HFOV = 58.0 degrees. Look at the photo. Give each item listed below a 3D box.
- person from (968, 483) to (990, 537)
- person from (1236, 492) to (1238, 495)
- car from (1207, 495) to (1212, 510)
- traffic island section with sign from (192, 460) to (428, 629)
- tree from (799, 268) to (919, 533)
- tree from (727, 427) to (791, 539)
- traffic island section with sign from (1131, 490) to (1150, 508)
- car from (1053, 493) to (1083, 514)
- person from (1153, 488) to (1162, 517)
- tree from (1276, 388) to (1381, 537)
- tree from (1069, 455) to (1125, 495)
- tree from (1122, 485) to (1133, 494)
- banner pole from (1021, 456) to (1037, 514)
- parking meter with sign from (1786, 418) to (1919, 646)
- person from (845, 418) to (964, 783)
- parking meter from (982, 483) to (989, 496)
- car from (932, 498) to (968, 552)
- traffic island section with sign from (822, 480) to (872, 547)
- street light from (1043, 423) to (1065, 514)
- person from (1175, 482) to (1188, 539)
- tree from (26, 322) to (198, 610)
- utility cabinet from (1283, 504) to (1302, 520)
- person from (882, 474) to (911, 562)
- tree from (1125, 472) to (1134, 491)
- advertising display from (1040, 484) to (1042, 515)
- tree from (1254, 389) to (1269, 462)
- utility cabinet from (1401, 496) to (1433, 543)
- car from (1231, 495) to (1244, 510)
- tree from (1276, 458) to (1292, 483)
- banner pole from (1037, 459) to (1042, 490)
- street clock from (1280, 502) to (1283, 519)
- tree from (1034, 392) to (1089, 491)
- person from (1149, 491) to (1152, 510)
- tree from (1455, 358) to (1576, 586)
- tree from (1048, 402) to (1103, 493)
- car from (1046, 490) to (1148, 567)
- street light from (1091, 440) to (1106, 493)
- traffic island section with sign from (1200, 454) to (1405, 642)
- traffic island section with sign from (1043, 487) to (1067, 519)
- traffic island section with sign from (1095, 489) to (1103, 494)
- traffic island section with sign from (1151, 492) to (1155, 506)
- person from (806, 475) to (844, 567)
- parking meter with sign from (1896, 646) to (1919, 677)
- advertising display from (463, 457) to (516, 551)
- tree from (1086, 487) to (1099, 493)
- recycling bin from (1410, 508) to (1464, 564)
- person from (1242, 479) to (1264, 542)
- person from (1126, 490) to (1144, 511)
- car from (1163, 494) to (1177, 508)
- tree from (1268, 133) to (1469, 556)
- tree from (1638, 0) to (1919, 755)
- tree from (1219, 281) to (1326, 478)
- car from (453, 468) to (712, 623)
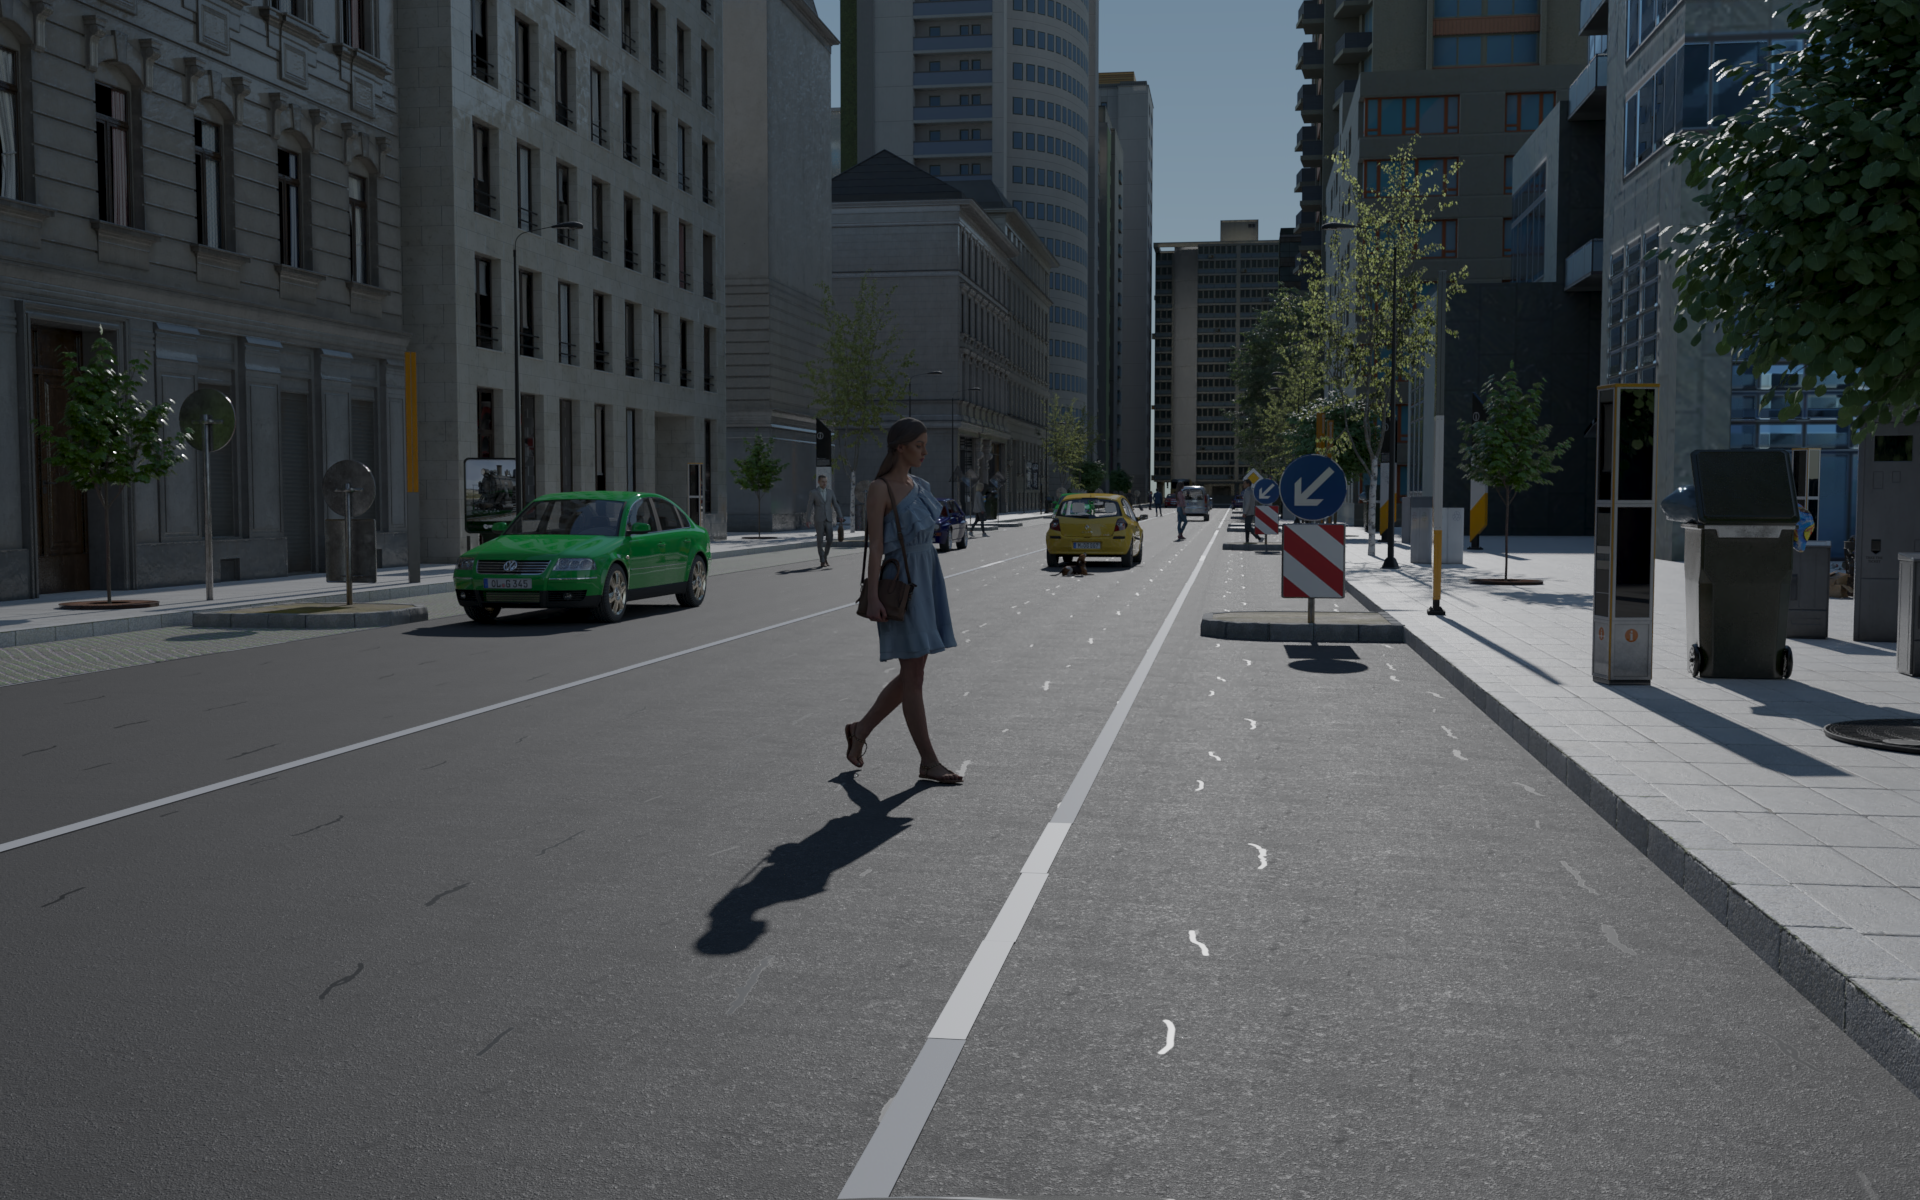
[{"bbox_3d":[0.627,-3.008,57.867,0.728,1.800,0.709,0,4,-3],"label":"person"},{"bbox_3d":[35.161,-12.868,219.443,0.434,1.755,0.990,1,4,12],"label":"person"},{"bbox_3d":[22.327,-9.025,159.554,2.014,1.417,4.499,1,4,10],"label":"car"},{"bbox_3d":[-7.080,-0.652,19.293,1.989,1.847,2.006,1,4,9],"label":"traffic island section with sign"},{"bbox_3d":[-3.495,-6.547,57.413,4.737,8.622,4.395,0,3,0],"label":"tree"},{"bbox_3d":[-5.815,-3.375,49.785,1.663,3.219,1.824,0,3,0],"label":"tree"},{"bbox_3d":[18.120,-10.281,176.723,1.989,1.847,2.006,1,4,9],"label":"traffic island section with sign"},{"bbox_3d":[5.332,-4.395,80.650,1.959,1.807,4.718,0,4,7],"label":"car"},{"bbox_3d":[12.656,-6.236,110.633,0.721,1.800,0.419,0,4,-2],"label":"person"},{"bbox_3d":[11.271,-4.196,52.322,4.285,4.588,4.351,0,3,0],"label":"tree"},{"bbox_3d":[10.692,-9.885,145.332,4.285,4.588,4.351,0,3,0],"label":"tree"},{"bbox_3d":[19.730,-12.848,204.670,1.663,3.219,1.824,0,3,0],"label":"tree"},{"bbox_3d":[4.410,-7.580,113.943,0.863,3.779,0.401,-2,4,-33],"label":"banner pole"},{"bbox_3d":[8.164,-1.149,15.050,1.738,3.016,0.543,2,4,26],"label":"parking meter with sign"},{"bbox_3d":[-0.323,-0.006,8.699,0.778,1.811,0.616,3,4,37],"label":"person"},{"bbox_3d":[1.341,-5.265,91.786,0.255,1.863,0.399,2,4,35],"label":"parking meter"},{"bbox_3d":[-0.881,-1.942,44.329,1.945,1.354,3.894,1,4,9],"label":"car"},{"bbox_3d":[-2.621,-2.358,47.173,1.989,1.847,2.006,1,4,9],"label":"traffic island section with sign"},{"bbox_3d":[6.159,-8.575,112.747,1.470,5.913,1.316,1,4,9],"label":"street light"},{"bbox_3d":[7.038,-2.844,55.003,0.388,1.821,0.555,-1,4,-16],"label":"person"},{"bbox_3d":[-9.705,-1.520,19.447,1.663,3.219,1.824,0,3,0],"label":"tree"},{"bbox_3d":[16.600,-4.595,86.284,1.020,1.237,0.306,3,5,40],"label":"utility cabinet"},{"bbox_3d":[-1.014,-1.401,31.501,0.778,1.811,0.616,-1,4,-15],"label":"person"},{"bbox_3d":[18.148,-13.136,198.480,4.285,4.588,4.351,0,3,0],"label":"tree"},{"bbox_3d":[5.066,-6.296,108.149,0.123,1.923,0.974,0,4,3],"label":"advertising display"},{"bbox_3d":[15.945,-8.061,82.158,4.360,8.622,3.978,0,3,0],"label":"tree"},{"bbox_3d":[12.010,-2.098,45.462,1.020,1.237,0.306,-3,4,-39],"label":"utility cabinet"},{"bbox_3d":[25.847,-8.959,159.055,1.945,1.354,3.894,0,4,7],"label":"car"},{"bbox_3d":[17.756,-5.992,92.574,1.663,3.219,1.824,0,3,0],"label":"tree"},{"bbox_3d":[5.454,-8.068,121.932,0.863,3.779,0.401,0,4,6],"label":"banner pole"},{"bbox_3d":[16.578,-5.155,88.857,0.358,2.002,0.471,3,5,43],"label":"street clock"},{"bbox_3d":[7.377,-10.636,124.268,4.360,8.622,3.978,0,3,0],"label":"tree"},{"bbox_3d":[17.131,-8.936,155.527,0.530,1.710,0.541,2,4,33],"label":"person"},{"bbox_3d":[7.950,-1.842,24.717,1.663,3.219,1.824,0,3,0],"label":"tree"},{"bbox_3d":[9.206,-11.465,137.814,4.737,8.622,4.395,0,3,0],"label":"tree"},{"bbox_3d":[2.803,-1.543,35.458,2.015,1.641,3.980,1,4,10],"label":"car"},{"bbox_3d":[11.831,-10.773,148.681,1.470,5.913,1.316,1,4,9],"label":"street light"},{"bbox_3d":[3.503,-0.567,17.897,1.989,1.847,2.006,1,4,9],"label":"traffic island section with sign"},{"bbox_3d":[5.918,-5.620,100.515,1.989,1.847,2.006,1,4,9],"label":"traffic island section with sign"},{"bbox_3d":[10.302,-7.296,127.925,1.989,1.847,2.006,1,4,9],"label":"traffic island section with sign"},{"bbox_3d":[22.375,-11.909,203.342,1.989,1.847,2.006,1,4,9],"label":"traffic island section with sign"},{"bbox_3d":[-2.669,-1.560,34.132,0.709,1.813,0.853,-2,4,-27],"label":"person"},{"bbox_3d":[7.532,-0.962,11.996,1.738,3.016,0.543,1,4,13],"label":"parking meter with sign"},{"bbox_3d":[-8.261,-1.554,30.625,0.974,1.923,0.123,-1,4,-17],"label":"advertising display"},{"bbox_3d":[12.158,-10.012,158.294,1.663,3.219,1.824,0,3,0],"label":"tree"},{"bbox_3d":[8.814,-1.190,32.012,0.722,1.027,0.722,-1,4,-15],"label":"recycling bin"},{"bbox_3d":[7.876,-2.346,46.708,0.795,1.843,0.661,2,4,29],"label":"person"},{"bbox_3d":[14.617,-8.367,145.514,1.509,1.804,0.699,2,4,26],"label":"person"},{"bbox_3d":[22.102,-10.416,179.342,2.155,1.783,4.494,0,4,7],"label":"car"},{"bbox_3d":[8.617,-5.248,36.167,4.360,8.622,3.978,0,3,0],"label":"tree"},{"bbox_3d":[5.265,-1.530,8.733,4.285,4.588,4.351,0,3,0],"label":"tree"},{"bbox_3d":[20.605,-12.113,104.699,9.857,13.997,8.962,0,3,0],"label":"tree"},{"bbox_3d":[-4.422,-0.735,20.815,1.959,1.807,4.718,1,4,10],"label":"car"}]
